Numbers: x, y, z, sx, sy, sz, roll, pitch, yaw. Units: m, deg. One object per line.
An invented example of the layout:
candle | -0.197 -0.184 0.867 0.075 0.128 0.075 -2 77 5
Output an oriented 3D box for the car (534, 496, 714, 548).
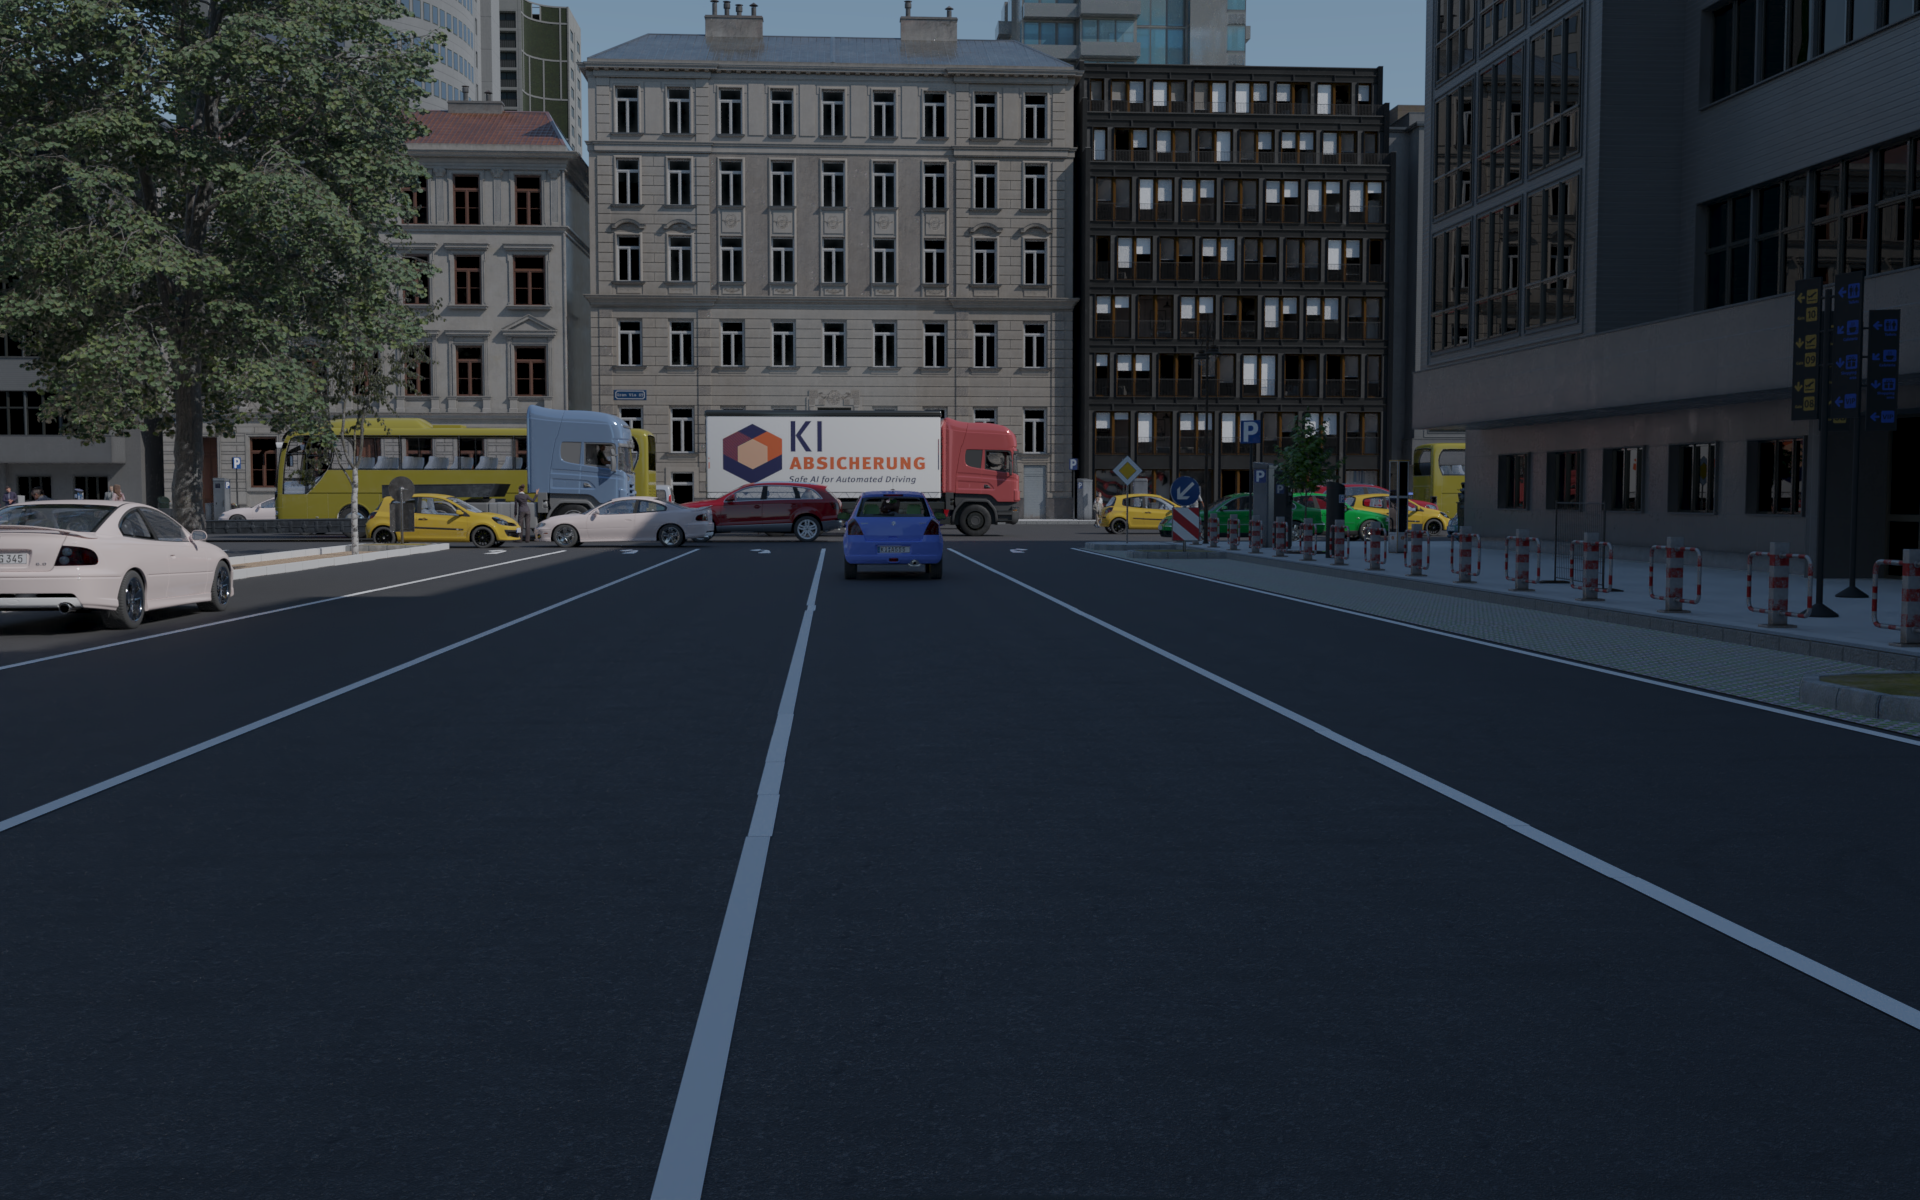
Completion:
car | -9.134 -2.128 47.157 4.827 1.381 2.083 0 4 -4

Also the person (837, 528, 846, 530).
person | -4.783 -3.626 68.790 0.512 1.701 0.522 -1 4 -17

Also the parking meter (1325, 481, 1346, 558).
parking meter | 7.525 -1.609 34.720 0.372 1.533 0.369 0 3 0

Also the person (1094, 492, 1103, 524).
person | 6.321 -4.102 78.160 0.523 1.515 0.503 2 4 29

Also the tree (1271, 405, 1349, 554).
tree | 7.601 -2.618 37.403 1.663 3.219 1.824 0 3 0

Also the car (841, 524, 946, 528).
car | -2.489 -3.098 63.236 3.894 1.354 1.945 0 4 -4

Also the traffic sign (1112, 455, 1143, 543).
traffic sign | 4.339 -2.526 44.943 0.795 2.450 0.064 0 4 -4

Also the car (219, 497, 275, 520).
car | -26.957 -3.461 68.947 4.827 1.381 2.083 0 4 -4

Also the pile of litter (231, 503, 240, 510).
pile of litter | -50.789 -6.564 121.290 1.176 0.858 1.719 3 5 45

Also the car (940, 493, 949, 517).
car | -1.081 -3.816 71.063 5.304 1.827 2.281 0 4 -6

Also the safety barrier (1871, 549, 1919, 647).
safety barrier | 8.011 -0.017 14.557 0.300 0.817 1.120 0 4 -4

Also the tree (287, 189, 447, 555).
tree | -14.133 -5.354 40.355 4.360 8.622 3.978 0 3 0

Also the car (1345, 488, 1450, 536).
car | 14.951 -3.036 59.864 3.980 1.641 2.015 0 4 -4

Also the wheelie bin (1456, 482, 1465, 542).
wheelie bin | 13.577 -2.320 45.846 0.980 1.594 0.693 3 5 43

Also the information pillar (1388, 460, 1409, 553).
information pillar | 9.497 -2.019 37.501 0.304 2.012 0.304 -2 4 -26

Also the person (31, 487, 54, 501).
person | -15.465 -1.127 29.141 0.590 1.554 0.614 3 4 38

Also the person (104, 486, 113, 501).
person | -37.752 -4.183 76.992 0.694 1.812 0.767 -2 4 -24

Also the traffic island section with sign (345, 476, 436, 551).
traffic island section with sign | -14.315 -2.189 43.933 2.006 1.907 1.989 0 4 -4

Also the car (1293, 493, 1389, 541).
car | 10.774 -2.661 52.302 4.718 1.807 1.959 0 4 -6

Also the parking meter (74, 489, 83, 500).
parking meter | -40.862 -4.400 80.346 0.372 1.533 0.369 0 3 0

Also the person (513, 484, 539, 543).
person | -12.831 -2.564 51.216 0.445 1.727 0.742 3 5 41

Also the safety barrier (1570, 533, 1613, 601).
safety barrier | 7.569 -0.398 20.782 0.300 0.817 1.120 0 4 -4

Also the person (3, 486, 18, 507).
person | -41.209 -4.054 75.235 0.683 1.767 0.568 -1 4 -21

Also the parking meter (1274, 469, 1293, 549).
parking meter | 7.562 -2.129 40.517 0.399 1.863 0.255 3 5 42

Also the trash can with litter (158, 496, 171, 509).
trash can with litter | -37.411 -4.294 81.600 0.624 1.170 1.055 -2 4 -35

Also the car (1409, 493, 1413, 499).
car | 21.531 -4.413 81.748 3.694 1.707 1.945 0 4 -6

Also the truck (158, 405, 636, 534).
truck | -18.757 -3.855 52.795 18.799 4.110 2.967 0 4 -4

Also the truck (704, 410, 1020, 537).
truck | -2.971 -4.301 59.227 11.283 4.237 2.839 0 4 -4

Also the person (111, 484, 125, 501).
person | -27.762 -2.924 56.896 0.643 1.750 0.593 -1 4 -12

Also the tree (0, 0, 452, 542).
tree | -13.277 -7.358 29.424 9.857 13.997 8.962 0 3 0

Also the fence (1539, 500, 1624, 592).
fence | 8.508 -0.771 23.806 0.480 1.192 2.264 0 4 2

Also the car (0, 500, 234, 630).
car | -9.790 -0.444 19.625 2.083 1.381 4.827 0 4 -5

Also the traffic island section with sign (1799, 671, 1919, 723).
traffic island section with sign | 6.763 -0.172 11.440 1.989 1.847 2.006 0 4 -4

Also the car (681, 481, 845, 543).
car | -6.134 -2.667 52.285 5.304 1.827 2.281 0 4 -6

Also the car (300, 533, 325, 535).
car | -21.594 -3.198 61.323 4.494 1.783 2.155 0 4 -2

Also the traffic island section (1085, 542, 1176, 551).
traffic island section | 4.362 -1.391 45.022 2.009 0.180 2.903 0 4 -4

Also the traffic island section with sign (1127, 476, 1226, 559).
traffic island section with sign | 4.805 -1.853 38.927 1.989 1.847 2.006 0 4 -4

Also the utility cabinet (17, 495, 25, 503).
utility cabinet | -44.588 -4.351 82.294 0.306 1.237 1.020 -2 4 -29

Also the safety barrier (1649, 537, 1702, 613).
safety barrier | 7.717 -0.271 18.703 0.300 0.817 1.120 0 4 -4

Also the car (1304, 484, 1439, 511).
car | 15.007 -3.380 63.932 5.304 1.827 2.281 0 4 -2

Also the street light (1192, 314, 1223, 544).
street light | 6.342 -4.387 44.521 0.468 5.910 1.993 0 4 -4

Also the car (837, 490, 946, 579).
car | -1.197 -1.277 30.477 1.945 1.707 3.694 0 4 -3

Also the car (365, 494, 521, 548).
car | -13.836 -2.217 46.477 3.980 1.641 2.015 0 4 -3

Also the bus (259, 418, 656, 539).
bus | -16.274 -3.995 56.867 12.252 3.916 2.896 0 4 -4

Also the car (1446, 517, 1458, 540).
car | 16.213 -2.296 49.547 4.499 1.417 2.014 0 4 -4

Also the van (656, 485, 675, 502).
van | -14.992 -4.377 78.583 4.112 2.044 2.013 0 4 -4

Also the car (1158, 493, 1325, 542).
car | 8.063 -2.506 49.768 4.718 1.807 1.959 0 4 -4

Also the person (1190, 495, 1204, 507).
person | 10.829 -4.337 79.556 0.875 1.805 0.789 2 4 30

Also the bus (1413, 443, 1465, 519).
bus | 25.693 -5.034 73.844 12.252 3.916 2.896 0 4 -3

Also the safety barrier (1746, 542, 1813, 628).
safety barrier | 7.862 -0.144 16.632 0.300 0.817 1.120 0 4 -4

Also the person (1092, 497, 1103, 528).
person | 5.889 -3.744 73.985 0.475 1.303 0.640 -2 4 -27

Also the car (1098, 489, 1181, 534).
car | 7.005 -3.202 62.578 3.980 1.641 2.015 0 4 -4

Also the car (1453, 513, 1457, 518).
car | 22.214 -3.489 69.406 4.827 1.381 2.083 0 4 -4
